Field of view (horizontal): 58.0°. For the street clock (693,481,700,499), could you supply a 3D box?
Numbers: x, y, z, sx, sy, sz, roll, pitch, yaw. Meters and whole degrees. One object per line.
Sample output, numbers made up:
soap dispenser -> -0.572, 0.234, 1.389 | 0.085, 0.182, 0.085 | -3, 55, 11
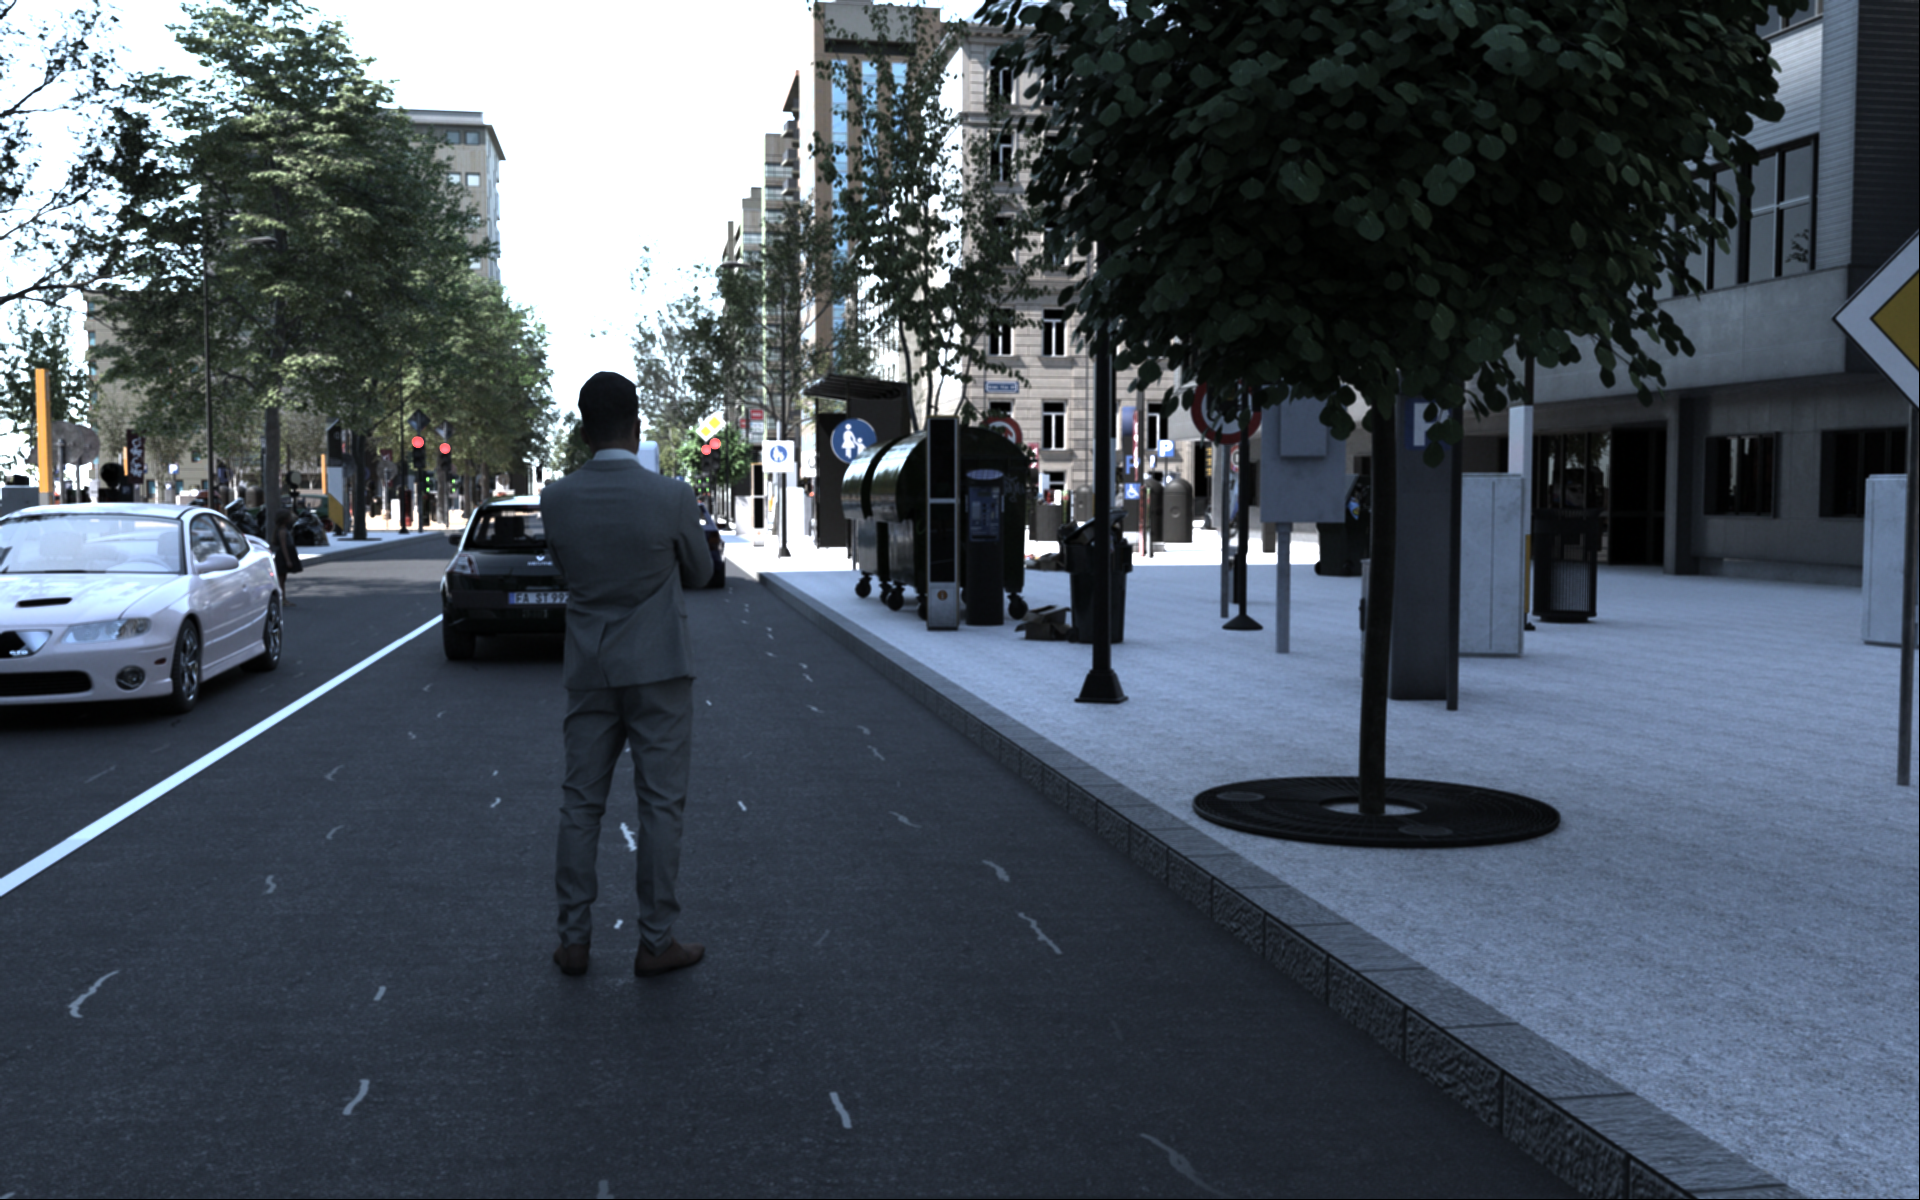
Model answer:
street clock -> -12.409, -4.707, 81.522 | 0.358, 2.002, 0.471 | 1, 4, 8

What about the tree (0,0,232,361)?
tree -> -13.579, -5.427, 23.151 | 7.601, 10.594, 8.767 | -1, 4, -23

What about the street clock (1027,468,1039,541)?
street clock -> 1.983, -2.618, 47.372 | 0.358, 2.002, 0.471 | -1, 4, -12

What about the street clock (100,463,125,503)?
street clock -> -19.674, -2.183, 40.255 | 0.471, 2.002, 0.358 | 0, 4, 2

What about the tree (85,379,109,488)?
tree -> -51.644, -9.535, 106.263 | 4.360, 8.622, 3.978 | 0, 3, 0

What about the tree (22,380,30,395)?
tree -> -40.776, -7.381, 71.040 | 4.360, 8.622, 3.978 | 0, 3, 0

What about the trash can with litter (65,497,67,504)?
trash can with litter -> -36.480, -3.728, 72.013 | 2.233, 1.210, 1.678 | -3, 4, -37

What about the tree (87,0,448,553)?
tree -> -14.722, -7.329, 37.962 | 7.486, 12.596, 7.792 | 0, 3, 0

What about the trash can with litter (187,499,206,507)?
trash can with litter -> -16.275, -1.519, 36.228 | 1.055, 1.170, 0.624 | 1, 4, 14

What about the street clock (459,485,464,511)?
street clock -> -38.180, -7.840, 132.754 | 0.358, 2.002, 0.471 | 2, 4, 28

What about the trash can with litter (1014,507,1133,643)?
trash can with litter -> 0.968, -0.224, 15.058 | 1.055, 1.170, 0.624 | 2, 4, 32

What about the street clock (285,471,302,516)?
street clock -> -20.733, -3.021, 53.958 | 0.358, 2.002, 0.471 | 2, 4, 28

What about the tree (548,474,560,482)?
tree -> -36.219, -9.761, 154.197 | 1.663, 3.219, 1.824 | 0, 3, 0

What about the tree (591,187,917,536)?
tree -> -5.363, -7.233, 52.674 | 7.601, 10.594, 8.767 | 2, 4, 27

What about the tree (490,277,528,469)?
tree -> -22.212, -9.436, 72.413 | 7.486, 12.596, 7.792 | 0, 3, 0

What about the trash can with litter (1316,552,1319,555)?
trash can with litter -> 7.678, -1.423, 34.655 | 1.055, 1.170, 0.624 | 1, 4, 21

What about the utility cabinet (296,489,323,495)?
utility cabinet -> -28.842, -4.160, 76.700 | 1.173, 1.500, 0.318 | -2, 4, -33

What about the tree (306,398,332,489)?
tree -> -40.008, -9.561, 106.688 | 4.360, 8.622, 3.978 | 0, 3, 0

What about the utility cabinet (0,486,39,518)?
utility cabinet -> -25.107, -2.317, 46.569 | 1.173, 1.500, 0.318 | 0, 4, -4

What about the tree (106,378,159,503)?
tree -> -44.507, -8.930, 96.376 | 4.360, 8.622, 3.978 | 0, 3, 0

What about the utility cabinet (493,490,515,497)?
utility cabinet -> -25.711, -5.442, 97.662 | 1.173, 1.500, 0.318 | 0, 4, -1

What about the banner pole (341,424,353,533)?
banner pole -> -20.154, -4.087, 56.838 | 0.401, 3.779, 0.863 | 0, 4, -3

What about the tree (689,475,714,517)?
tree -> -14.212, -6.149, 95.140 | 1.663, 3.219, 1.824 | 0, 3, 0

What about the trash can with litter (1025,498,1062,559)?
trash can with litter -> 1.389, -1.417, 34.233 | 2.233, 1.210, 1.678 | 1, 4, 13

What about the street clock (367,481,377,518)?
street clock -> -31.512, -5.398, 92.832 | 0.471, 2.002, 0.358 | -3, 5, -44

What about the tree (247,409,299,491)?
tree -> -51.431, -11.025, 130.623 | 4.737, 8.622, 4.395 | 0, 3, 0

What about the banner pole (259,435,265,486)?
banner pole -> -26.056, -4.607, 65.339 | 0.401, 3.779, 0.863 | 2, 4, 24

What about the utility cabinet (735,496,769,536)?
utility cabinet -> -6.448, -2.602, 53.705 | 1.020, 1.237, 0.306 | 0, 4, 0

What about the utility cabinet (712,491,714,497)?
utility cabinet -> -17.460, -7.186, 126.176 | 1.173, 1.500, 0.318 | 0, 4, 7

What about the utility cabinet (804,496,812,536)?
utility cabinet -> -4.948, -2.575, 53.266 | 0.306, 1.237, 1.020 | -3, 5, -41

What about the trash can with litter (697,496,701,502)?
trash can with litter -> -15.366, -5.427, 100.121 | 1.055, 1.170, 0.624 | 0, 4, -8

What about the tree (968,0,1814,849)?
tree -> 1.598, -1.410, 6.775 | 4.285, 4.588, 4.351 | 0, 3, 0

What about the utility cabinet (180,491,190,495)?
utility cabinet -> -57.774, -7.402, 129.701 | 1.173, 1.500, 0.318 | 1, 4, 10

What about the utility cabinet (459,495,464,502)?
utility cabinet -> -38.545, -7.519, 134.091 | 0.306, 1.237, 1.020 | -1, 4, -21

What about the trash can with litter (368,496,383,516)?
trash can with litter -> -34.561, -5.556, 102.223 | 1.055, 1.170, 0.624 | 3, 4, 36

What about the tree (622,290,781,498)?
tree -> -15.783, -11.863, 104.330 | 12.009, 13.543, 11.850 | 0, 3, 0

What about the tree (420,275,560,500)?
tree -> -27.350, -11.813, 99.798 | 9.857, 13.997, 8.962 | 0, 3, 0

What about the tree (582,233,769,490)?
tree -> -20.669, -16.577, 126.928 | 12.611, 20.169, 13.585 | 0, 3, 0

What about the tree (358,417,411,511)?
tree -> -43.927, -11.149, 132.644 | 4.360, 8.622, 3.978 | 0, 3, 0

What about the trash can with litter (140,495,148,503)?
trash can with litter -> -55.601, -6.498, 117.293 | 2.233, 1.210, 1.678 | 0, 4, -3

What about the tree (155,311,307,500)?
tree -> -29.157, -7.285, 69.473 | 4.360, 8.622, 3.978 | 0, 3, 0

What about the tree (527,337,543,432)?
tree -> -24.962, -10.448, 88.954 | 7.486, 12.596, 7.792 | 0, 3, 0

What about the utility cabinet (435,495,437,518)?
utility cabinet -> -28.161, -5.044, 93.628 | 0.306, 1.237, 1.020 | -1, 4, -20

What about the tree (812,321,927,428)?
tree -> -3.632, -7.485, 72.748 | 4.360, 8.622, 3.978 | 0, 3, 0

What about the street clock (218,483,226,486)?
street clock -> -47.979, -6.612, 112.672 | 0.471, 2.002, 0.358 | 1, 4, 8

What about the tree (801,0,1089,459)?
tree -> -0.395, -4.520, 24.268 | 4.737, 8.622, 4.395 | 0, 3, 0

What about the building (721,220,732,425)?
building -> -28.645, -40.776, 290.394 | 21.300, 48.544, 21.600 | -1, 4, -10

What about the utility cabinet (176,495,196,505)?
utility cabinet -> -36.344, -4.304, 81.539 | 0.306, 1.237, 1.020 | 2, 4, 34

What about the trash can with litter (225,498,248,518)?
trash can with litter -> -21.955, -2.480, 51.927 | 1.055, 1.170, 0.624 | -3, 4, -37
